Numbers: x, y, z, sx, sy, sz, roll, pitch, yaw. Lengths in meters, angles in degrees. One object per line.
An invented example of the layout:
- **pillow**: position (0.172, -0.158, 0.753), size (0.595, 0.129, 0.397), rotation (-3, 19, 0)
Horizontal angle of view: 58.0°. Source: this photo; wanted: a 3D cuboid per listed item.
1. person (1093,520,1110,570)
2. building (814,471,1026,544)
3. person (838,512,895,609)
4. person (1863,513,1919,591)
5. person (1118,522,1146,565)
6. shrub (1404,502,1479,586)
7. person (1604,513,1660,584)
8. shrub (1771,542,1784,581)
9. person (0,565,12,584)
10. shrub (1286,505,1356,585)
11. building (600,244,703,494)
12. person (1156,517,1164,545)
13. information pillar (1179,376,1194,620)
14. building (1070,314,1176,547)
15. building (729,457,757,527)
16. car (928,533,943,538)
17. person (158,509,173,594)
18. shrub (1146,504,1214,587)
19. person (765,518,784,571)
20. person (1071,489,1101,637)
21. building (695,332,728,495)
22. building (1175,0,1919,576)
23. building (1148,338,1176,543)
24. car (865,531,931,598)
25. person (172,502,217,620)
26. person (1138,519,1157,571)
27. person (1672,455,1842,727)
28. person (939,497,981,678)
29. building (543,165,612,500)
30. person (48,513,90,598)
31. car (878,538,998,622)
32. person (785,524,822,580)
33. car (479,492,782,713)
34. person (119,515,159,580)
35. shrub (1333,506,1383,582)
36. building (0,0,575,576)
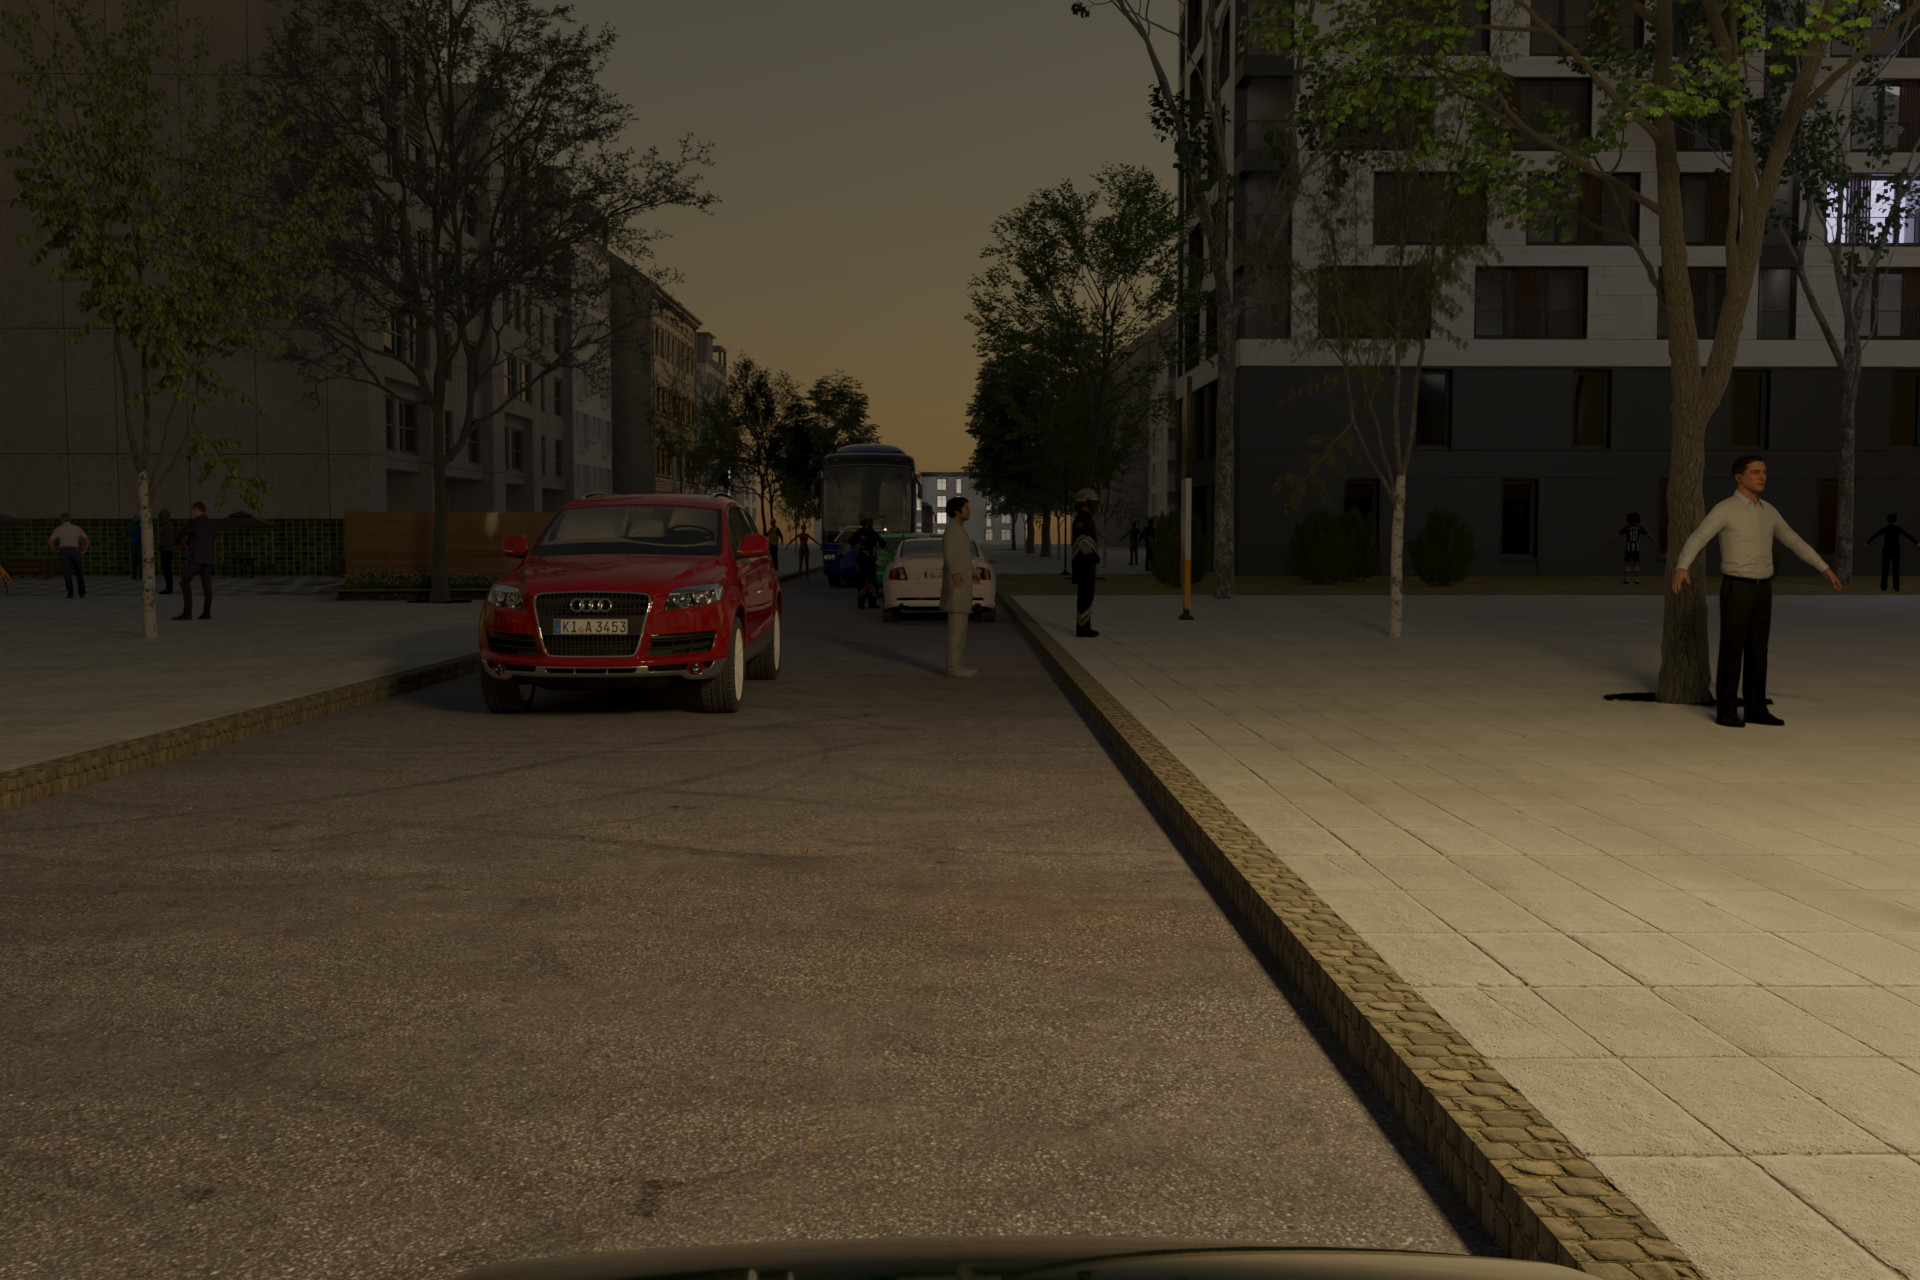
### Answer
- **person**: position (4.621, -3.375, 61.041), size (1.347, 1.847, 0.705), rotation (2, 4, 30)
- **building**: position (-5.086, -17.512, 230.930), size (28.070, 9.664, 9.099), rotation (0, 4, 3)
- **person**: position (-1.771, -1.531, 33.265), size (1.354, 1.856, 0.705), rotation (-2, 4, -32)
- **person**: position (20.914, -1.965, 38.856), size (1.216, 1.740, 0.721), rotation (3, 5, 41)
- **person**: position (7.226, -4.027, 72.105), size (1.348, 1.796, 0.705), rotation (-2, 4, -23)
- **shrub**: position (11.849, -2.358, 42.597), size (1.661, 2.075, 1.752), rotation (0, 3, 0)
- **person**: position (17.260, -2.343, 44.459), size (1.345, 1.843, 0.704), rotation (1, 4, 13)
- **shrub**: position (21.274, -2.126, 45.885), size (1.383, 1.207, 1.383), rotation (0, 3, 0)
- **person**: position (-7.284, -0.339, 12.295), size (0.721, 1.744, 1.215), rotation (1, 4, 19)
- **shrub**: position (9.175, -2.422, 44.015), size (1.690, 2.028, 1.600), rotation (0, 3, 0)
- **building**: position (-28.060, -17.369, 114.904), size (19.493, 23.208, 18.063), rotation (0, 4, 0)
- **person**: position (6.787, -3.228, 58.551), size (0.705, 1.858, 1.354), rotation (1, 4, 11)
- **information pillar**: position (3.394, -2.116, 25.957), size (0.183, 3.616, 0.504), rotation (0, 4, -1)
- **building**: position (21.330, -21.145, 176.652), size (19.493, 23.208, 18.063), rotation (0, 4, -1)
- **building**: position (-28.031, -15.873, 201.674), size (9.099, 9.664, 28.070), rotation (0, 4, -1)
- **car**: position (-1.347, -4.290, 78.943), size (1.959, 1.807, 4.718), rotation (0, 4, -1)
- **person**: position (-17.011, -1.891, 37.044), size (0.705, 1.813, 1.348), rotation (-2, 4, -23)
- **shrub**: position (5.316, -2.296, 41.963), size (1.690, 2.028, 1.600), rotation (0, 3, 0)
- **person**: position (-6.506, -3.316, 60.183), size (0.705, 1.833, 1.349), rotation (-3, 5, -43)
- **person**: position (1.600, -0.964, 21.637), size (0.704, 1.845, 1.351), rotation (0, 4, 7)
- **building**: position (-28.470, -18.766, 163.251), size (16.016, 20.090, 11.380), rotation (0, 4, 0)
- **building**: position (22.192, -13.761, 68.973), size (27.936, 21.610, 32.646), rotation (0, 4, -1)
- **building**: position (23.211, -18.875, 165.031), size (16.016, 20.090, 11.380), rotation (0, 3, 0)
- **car**: position (-1.305, -1.921, 40.207), size (1.959, 1.807, 4.718), rotation (0, 4, -2)
- **person**: position (-11.515, -1.190, 25.955), size (0.568, 1.767, 0.683), rotation (1, 4, 18)
- **person**: position (6.643, -3.304, 60.237), size (0.704, 1.802, 1.346), rotation (-3, 5, -40)
- **person**: position (5.289, -0.333, 11.605), size (1.344, 1.810, 0.704), rotation (-1, 4, -18)
- **person**: position (0.006, -0.538, 17.434), size (0.705, 1.806, 1.347), rotation (1, 4, 8)
- **building**: position (-25.556, -14.301, 90.244), size (16.016, 20.090, 11.380), rotation (0, 4, -1)
- **person**: position (-17.835, -1.693, 34.659), size (0.756, 1.711, 0.436), rotation (-2, 4, -33)
- **car**: position (-0.368, -1.049, 29.515), size (2.083, 1.381, 4.827), rotation (0, 4, -1)
- **person**: position (-4.817, -2.709, 53.545), size (1.217, 1.733, 0.721), rotation (-1, 4, -16)
- **car**: position (-2.783, -0.420, 15.535), size (2.281, 1.827, 5.304), rotation (0, 4, 0)
- **person**: position (-22.825, -2.570, 48.143), size (1.347, 1.817, 0.704), rotation (1, 4, 13)
- **shrub**: position (10.543, -2.599, 46.527), size (1.661, 2.075, 1.752), rotation (0, 3, 0)
- **building**: position (-26.789, -12.336, 68.145), size (16.747, 18.905, 31.486), rotation (0, 4, -1)
